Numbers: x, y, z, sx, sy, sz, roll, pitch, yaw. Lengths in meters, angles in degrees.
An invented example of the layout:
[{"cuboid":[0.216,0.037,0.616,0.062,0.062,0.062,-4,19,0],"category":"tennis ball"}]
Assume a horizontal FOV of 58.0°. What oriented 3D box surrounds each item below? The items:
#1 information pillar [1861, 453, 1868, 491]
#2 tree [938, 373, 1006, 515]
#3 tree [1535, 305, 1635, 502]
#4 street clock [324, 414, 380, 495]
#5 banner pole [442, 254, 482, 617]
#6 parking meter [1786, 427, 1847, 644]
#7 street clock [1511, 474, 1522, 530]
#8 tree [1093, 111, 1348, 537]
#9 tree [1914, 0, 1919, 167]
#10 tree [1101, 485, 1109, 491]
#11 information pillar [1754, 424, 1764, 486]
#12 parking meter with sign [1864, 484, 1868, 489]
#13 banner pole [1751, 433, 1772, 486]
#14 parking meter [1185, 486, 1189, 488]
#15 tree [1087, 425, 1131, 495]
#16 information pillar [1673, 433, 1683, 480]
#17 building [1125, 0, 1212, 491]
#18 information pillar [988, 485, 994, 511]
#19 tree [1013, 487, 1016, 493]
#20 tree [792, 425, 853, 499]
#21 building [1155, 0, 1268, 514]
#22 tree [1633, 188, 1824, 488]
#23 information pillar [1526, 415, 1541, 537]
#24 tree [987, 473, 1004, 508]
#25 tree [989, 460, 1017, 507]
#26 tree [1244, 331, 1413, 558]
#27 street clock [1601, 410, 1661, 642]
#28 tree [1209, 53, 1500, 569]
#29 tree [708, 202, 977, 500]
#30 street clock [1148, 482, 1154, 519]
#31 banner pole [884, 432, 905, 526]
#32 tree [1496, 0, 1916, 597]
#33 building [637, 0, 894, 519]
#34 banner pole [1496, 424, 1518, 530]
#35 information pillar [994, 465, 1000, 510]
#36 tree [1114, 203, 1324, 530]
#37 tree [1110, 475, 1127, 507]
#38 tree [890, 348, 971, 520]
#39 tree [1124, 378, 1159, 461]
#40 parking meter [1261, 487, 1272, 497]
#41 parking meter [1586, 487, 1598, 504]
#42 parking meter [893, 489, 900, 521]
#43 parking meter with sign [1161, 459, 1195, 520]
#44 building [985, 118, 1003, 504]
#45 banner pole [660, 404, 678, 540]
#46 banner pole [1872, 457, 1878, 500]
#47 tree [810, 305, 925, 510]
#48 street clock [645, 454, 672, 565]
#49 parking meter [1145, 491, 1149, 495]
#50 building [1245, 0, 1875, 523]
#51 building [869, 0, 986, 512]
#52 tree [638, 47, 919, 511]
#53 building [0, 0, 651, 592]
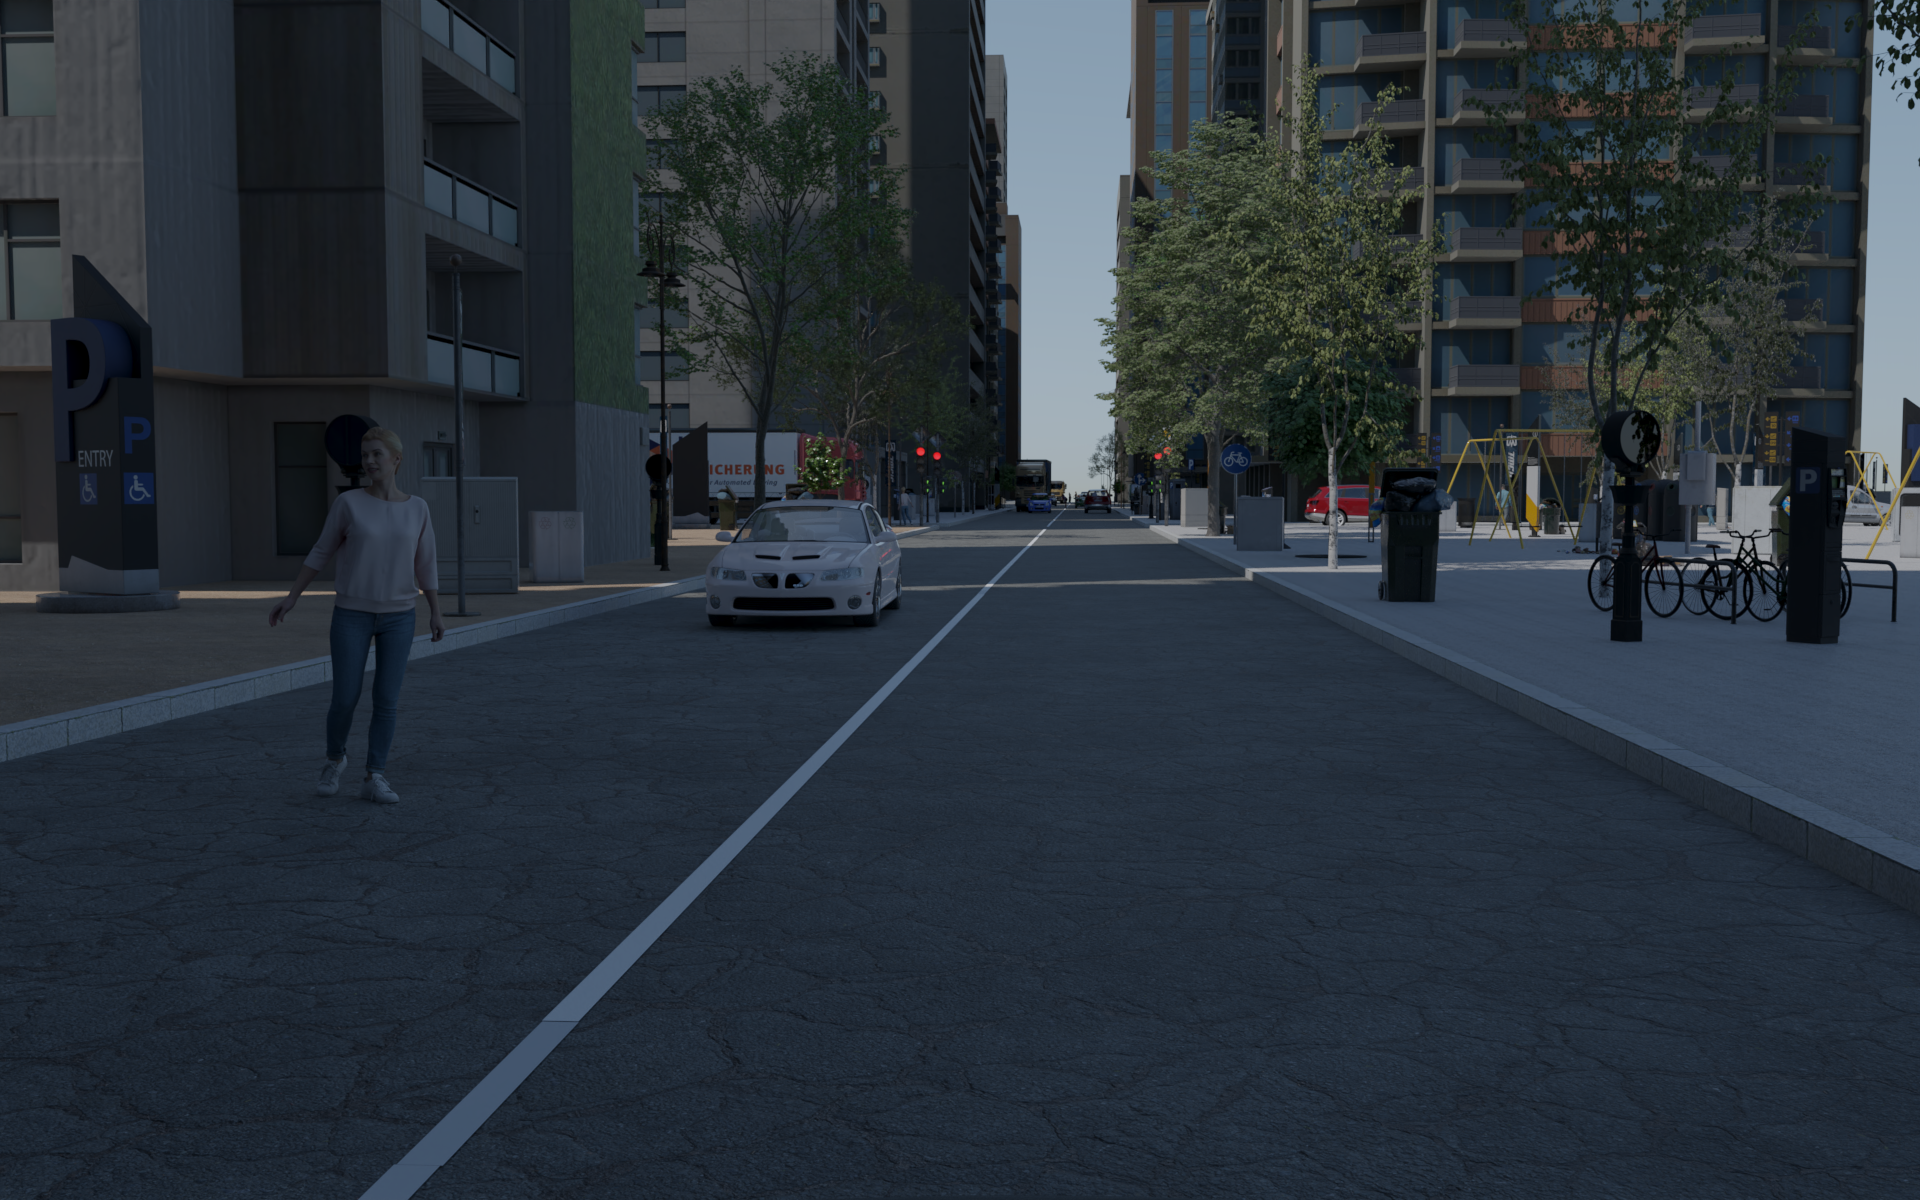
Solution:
[{"cuboid":[49.542,-6.361,95.364,0.504,3.616,0.183,0,4,-7],"category":"information pillar"},{"cuboid":[0.266,-9.445,104.784,4.360,8.622,3.978,0,3,0],"category":"tree"},{"cuboid":[23.965,-7.021,65.156,4.360,8.622,3.978,0,3,0],"category":"tree"},{"cuboid":[-5.522,-0.689,15.837,0.471,2.002,0.358,1,4,9],"category":"street clock"},{"cuboid":[-5.297,-1.735,18.381,0.401,3.779,0.863,-1,4,-11],"category":"banner pole"},{"cuboid":[7.375,-0.562,14.907,0.255,1.863,0.399,-2,4,-30],"category":"parking meter"},{"cuboid":[19.607,-3.457,61.095,0.358,2.002,0.471,0,4,-2],"category":"street clock"},{"cuboid":[8.052,-8.177,51.828,7.486,12.596,7.792,0,3,0],"category":"tree"},{"cuboid":[8.331,-3.755,11.755,4.737,8.622,4.395,0,3,0],"category":"tree"},{"cuboid":[25.412,-19.168,308.002,1.663,3.219,1.824,0,3,0],"category":"tree"},{"cuboid":[26.946,-4.103,58.440,0.504,3.616,0.183,-3,5,-44],"category":"information pillar"},{"cuboid":[68.498,-8.270,131.471,0.543,3.016,1.738,-3,4,-37],"category":"parking meter with sign"},{"cuboid":[28.791,-4.405,62.036,0.863,3.779,0.401,0,4,6],"category":"banner pole"},{"cuboid":[16.934,-7.596,129.909,0.399,1.863,0.255,3,4,36],"category":"parking meter"},{"cuboid":[20.616,-18.397,235.196,7.601,10.594,8.767,1,4,17],"category":"tree"},{"cuboid":[27.673,-4.614,66.786,0.183,3.616,0.504,-1,4,-8],"category":"information pillar"},{"cuboid":[20.946,-30.021,140.955,14.600,45.320,14.200,0,4,4],"category":"building"},{"cuboid":[2.367,-8.093,136.810,0.304,2.012,0.304,0,4,2],"category":"information pillar"},{"cuboid":[6.768,-12.690,202.088,1.663,3.219,1.824,0,3,0],"category":"tree"},{"cuboid":[-4.048,-3.327,49.003,1.663,3.219,1.824,0,3,0],"category":"tree"},{"cuboid":[29.242,-25.783,113.430,32.217,40.220,23.993,0,4,4],"category":"building"},{"cuboid":[19.034,-5.631,42.424,4.360,8.622,3.978,0,3,0],"category":"tree"},{"cuboid":[17.041,-3.675,51.436,0.183,3.616,0.504,-1,4,-22],"category":"information pillar"},{"cuboid":[3.288,-10.223,161.750,1.663,3.219,1.824,0,3,0],"category":"tree"},{"cuboid":[4.406,-11.215,167.081,4.285,4.588,4.351,0,3,0],"category":"tree"},{"cuboid":[7.454,-3.142,35.080,4.285,4.588,4.351,0,3,0],"category":"tree"},{"cuboid":[5.814,-0.641,15.054,0.471,2.002,0.358,-2,4,-23],"category":"street clock"},{"cuboid":[6.308,-4.816,29.107,4.737,8.622,4.395,0,3,0],"category":"tree"},{"cuboid":[-3.886,-7.416,55.666,8.767,10.594,7.601,-1,4,-9],"category":"tree"},{"cuboid":[9.925,-5.218,89.890,0.358,2.002,0.471,2,4,26],"category":"street clock"},{"cuboid":[-2.642,-4.896,70.059,0.863,3.779,0.401,0,4,3],"category":"banner pole"},{"cuboid":[8.267,-4.338,21.292,4.737,8.622,4.395,0,3,0],"category":"tree"},{"cuboid":[-13.646,-40.355,98.048,20.563,71.187,20.611,0,4,4],"category":"building"},{"cuboid":[19.549,-4.397,61.905,0.863,3.779,0.401,3,5,44],"category":"banner pole"},{"cuboid":[3.010,-9.130,140.622,0.504,3.616,0.183,3,5,45],"category":"information pillar"},{"cuboid":[9.190,-8.351,62.287,9.928,11.665,9.643,0,3,0],"category":"tree"},{"cuboid":[18.046,-12.282,195.414,1.663,3.219,1.824,0,3,0],"category":"tree"},{"cuboid":[-1.272,-8.323,86.448,4.737,8.622,4.395,0,3,0],"category":"tree"},{"cuboid":[11.340,-9.014,97.748,4.737,8.622,4.395,0,3,0],"category":"tree"},{"cuboid":[10.530,-3.122,59.452,0.372,1.533,0.369,0,3,0],"category":"parking meter"},{"cuboid":[21.648,-3.117,59.373,0.372,1.533,0.369,0,3,0],"category":"parking meter"},{"cuboid":[-3.046,-4.634,84.171,0.372,1.533,0.369,0,3,0],"category":"parking meter"},{"cuboid":[10.756,-5.479,85.847,1.738,3.016,0.543,-1,4,-22],"category":"parking meter with sign"},{"cuboid":[-6.521,-33.279,198.735,22.147,44.769,28.867,0,4,4],"category":"building"},{"cuboid":[-8.212,-3.574,48.456,0.401,3.779,0.863,-2,4,-35],"category":"banner pole"},{"cuboid":[61.567,-7.741,116.589,0.401,3.779,0.863,0,4,8],"category":"banner pole"},{"cuboid":[-3.524,-7.107,66.563,4.360,8.622,3.978,0,3,0],"category":"tree"},{"cuboid":[-5.427,-1.631,31.230,0.471,2.002,0.358,-1,4,-12],"category":"street clock"},{"cuboid":[12.787,-6.684,117.700,0.372,1.533,0.369,0,3,0],"category":"parking meter"},{"cuboid":[28.206,-26.387,86.053,28.867,44.769,22.147,0,4,4],"category":"building"},{"cuboid":[-9.276,-31.032,131.070,21.300,48.544,21.600,0,4,4],"category":"building"},{"cuboid":[-4.594,-7.030,40.694,9.928,11.665,9.643,0,3,0],"category":"tree"},{"cuboid":[-13.755,-21.039,27.583,14.154,41.232,14.086,0,4,4],"category":"building"}]
